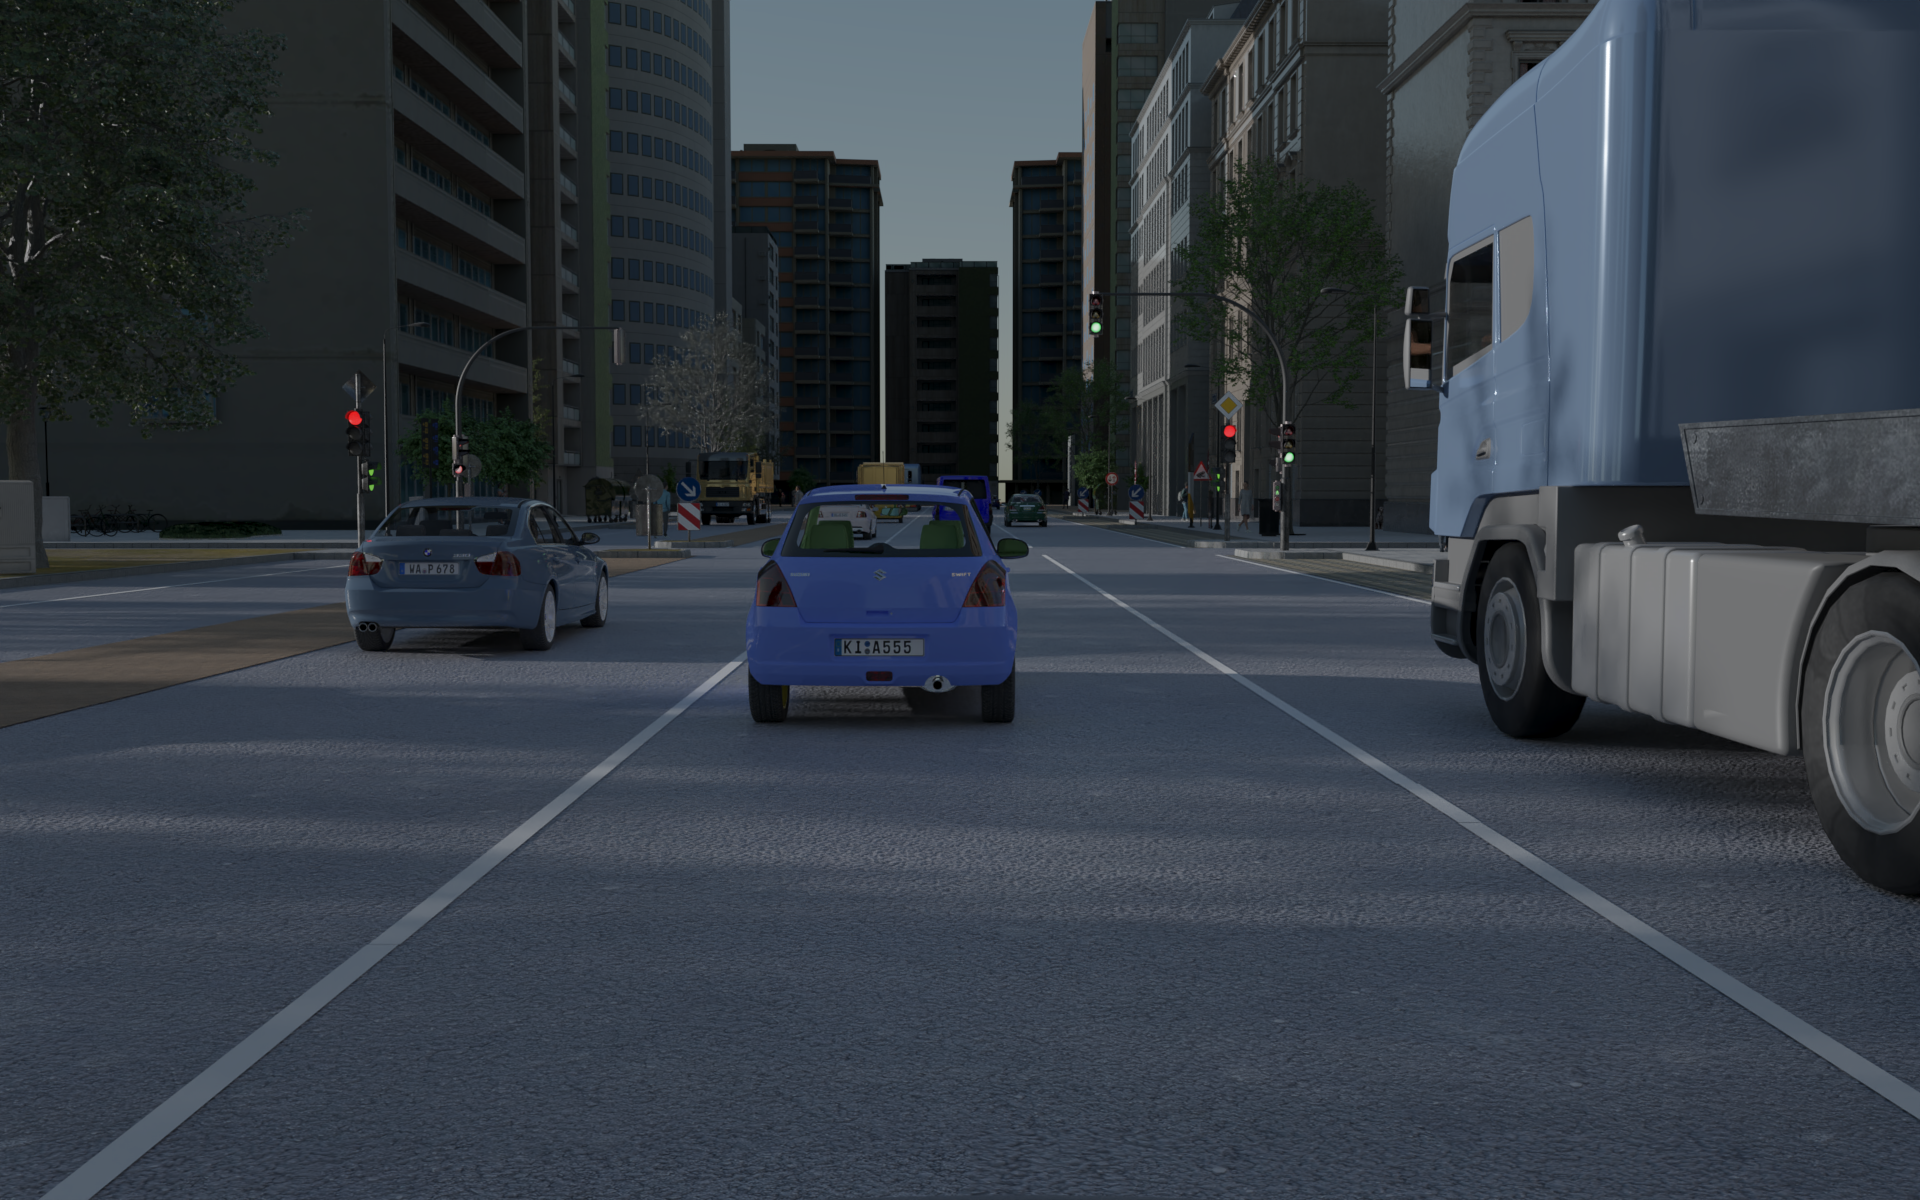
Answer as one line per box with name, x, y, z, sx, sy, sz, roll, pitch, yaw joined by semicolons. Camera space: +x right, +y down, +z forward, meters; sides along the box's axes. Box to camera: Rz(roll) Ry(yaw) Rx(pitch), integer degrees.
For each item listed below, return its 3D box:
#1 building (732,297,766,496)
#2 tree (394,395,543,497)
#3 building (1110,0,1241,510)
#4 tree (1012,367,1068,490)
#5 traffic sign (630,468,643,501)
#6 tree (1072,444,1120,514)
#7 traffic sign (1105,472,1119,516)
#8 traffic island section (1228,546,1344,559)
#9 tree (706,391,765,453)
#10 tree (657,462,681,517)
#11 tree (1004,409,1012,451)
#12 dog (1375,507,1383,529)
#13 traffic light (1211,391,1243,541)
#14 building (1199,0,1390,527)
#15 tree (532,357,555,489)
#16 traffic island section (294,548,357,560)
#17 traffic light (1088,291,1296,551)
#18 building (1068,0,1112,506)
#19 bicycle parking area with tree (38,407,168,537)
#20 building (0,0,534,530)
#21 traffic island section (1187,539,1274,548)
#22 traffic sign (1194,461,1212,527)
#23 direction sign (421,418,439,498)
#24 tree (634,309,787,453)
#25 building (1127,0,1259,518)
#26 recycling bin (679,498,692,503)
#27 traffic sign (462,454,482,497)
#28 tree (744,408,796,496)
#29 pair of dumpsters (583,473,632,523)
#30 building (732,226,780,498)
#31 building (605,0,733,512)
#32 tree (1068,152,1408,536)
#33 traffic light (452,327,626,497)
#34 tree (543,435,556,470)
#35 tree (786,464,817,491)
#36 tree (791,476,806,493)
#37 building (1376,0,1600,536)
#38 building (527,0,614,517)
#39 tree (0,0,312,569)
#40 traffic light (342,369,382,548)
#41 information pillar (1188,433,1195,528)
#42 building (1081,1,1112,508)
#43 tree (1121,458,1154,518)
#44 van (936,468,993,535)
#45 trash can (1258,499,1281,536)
building;-33.840;-19.558;164.809;27.650;21.520;28.899;0;4;0
tree;-17.047;-4.519;57.594;4.285;4.588;4.351;0;3;0
building;19.216;-28.050;142.215;14.154;41.232;14.086;0;4;0
tree;9.570;-12.540;130.778;9.928;11.665;9.643;0;3;0
traffic sign;-15.868;-5.238;85.639;0.884;2.594;0.081;0;4;4
tree;8.984;-7.972;114.063;4.285;4.588;4.351;0;3;0
traffic sign;8.858;-6.170;100.978;0.768;2.556;0.104;0;4;3
traffic island section;7.385;-1.044;39.356;2.009;0.180;2.903;0;4;0
tree;-16.049;-10.632;124.188;4.737;8.622;4.395;0;3;0
tree;-16.008;-6.200;95.973;1.663;3.219;1.824;0;3;0
tree;8.316;-15.982;187.057;9.928;11.665;9.643;0;3;0
dog;15.325;-2.971;62.963;0.513;0.831;0.800;3;4;38
traffic light;7.283;-3.566;47.227;0.839;4.253;0.868;0;4;0
building;18.852;-17.243;79.179;12.463;27.353;25.104;0;4;0
tree;-22.408;-8.404;87.767;4.737;8.622;4.395;0;3;0
traffic island section;-13.556;-1.035;39.200;2.009;0.180;2.903;0;4;0
traffic light;5.253;-3.940;39.085;4.771;5.953;1.251;0;4;0
building;23.498;-52.923;177.964;22.319;86.520;31.000;0;4;0
bicycle parking area with tree;-29.617;-4.142;54.719;9.016;4.147;8.231;0;4;4
building;-30.826;-27.322;70.417;21.300;48.544;21.600;0;4;0
traffic island section;7.323;-1.533;47.341;2.009;0.180;2.903;0;4;0
traffic sign;9.507;-4.177;68.297;0.884;2.594;0.081;0;4;7
direction sign;-15.854;-3.662;51.874;0.379;3.537;0.876;1;4;14
tree;-16.513;-12.520;115.080;12.009;13.543;11.850;0;3;0
building;17.542;-20.184;107.496;11.434;29.767;29.804;0;4;0
recycling bin;-15.945;-5.394;100.742;0.722;1.027;0.722;-1;4;-10
traffic sign;-15.641;-3.372;55.241;0.768;2.556;0.104;0;4;2
tree;-16.124;-11.852;144.149;4.360;8.622;3.978;0;3;0
pair of dumpsters;-15.938;-4.638;78.320;1.574;2.255;4.437;0;4;0
building;-26.952;-25.474;188.200;14.107;30.474;14.160;0;4;0
building;-30.105;-36.282;135.205;21.231;58.520;28.212;0;4;0
tree;10.035;-7.822;53.640;9.928;11.665;9.643;0;3;0
traffic light;-11.487;-4.430;47.101;4.771;5.953;1.251;0;4;0
tree;-16.707;-4.917;64.106;4.285;4.588;4.351;0;3;0
tree;-17.374;-12.561;189.084;4.285;4.588;4.351;0;3;0
tree;-16.882;-11.430;181.484;1.663;3.219;1.824;0;3;0
building;23.987;-13.818;54.807;19.941;23.489;11.050;0;4;0
building;-27.858;-25.252;96.459;14.154;41.232;14.086;0;4;0
tree;-16.256;-7.515;29.530;9.857;13.997;8.962;0;3;0
traffic light;-13.516;-3.067;39.065;0.839;4.253;0.868;0;4;0
information pillar;8.787;-4.557;65.854;0.183;3.616;0.504;2;4;24
building;18.402;-30.954;156.200;14.600;45.320;14.200;0;4;0
tree;9.753;-6.053;93.570;1.663;3.219;1.824;0;3;0
van;0.042;-3.400;59.980;2.240;2.365;5.245;0;4;-2
trash can;9.382;-2.501;52.547;0.748;1.137;0.748;0;3;0
